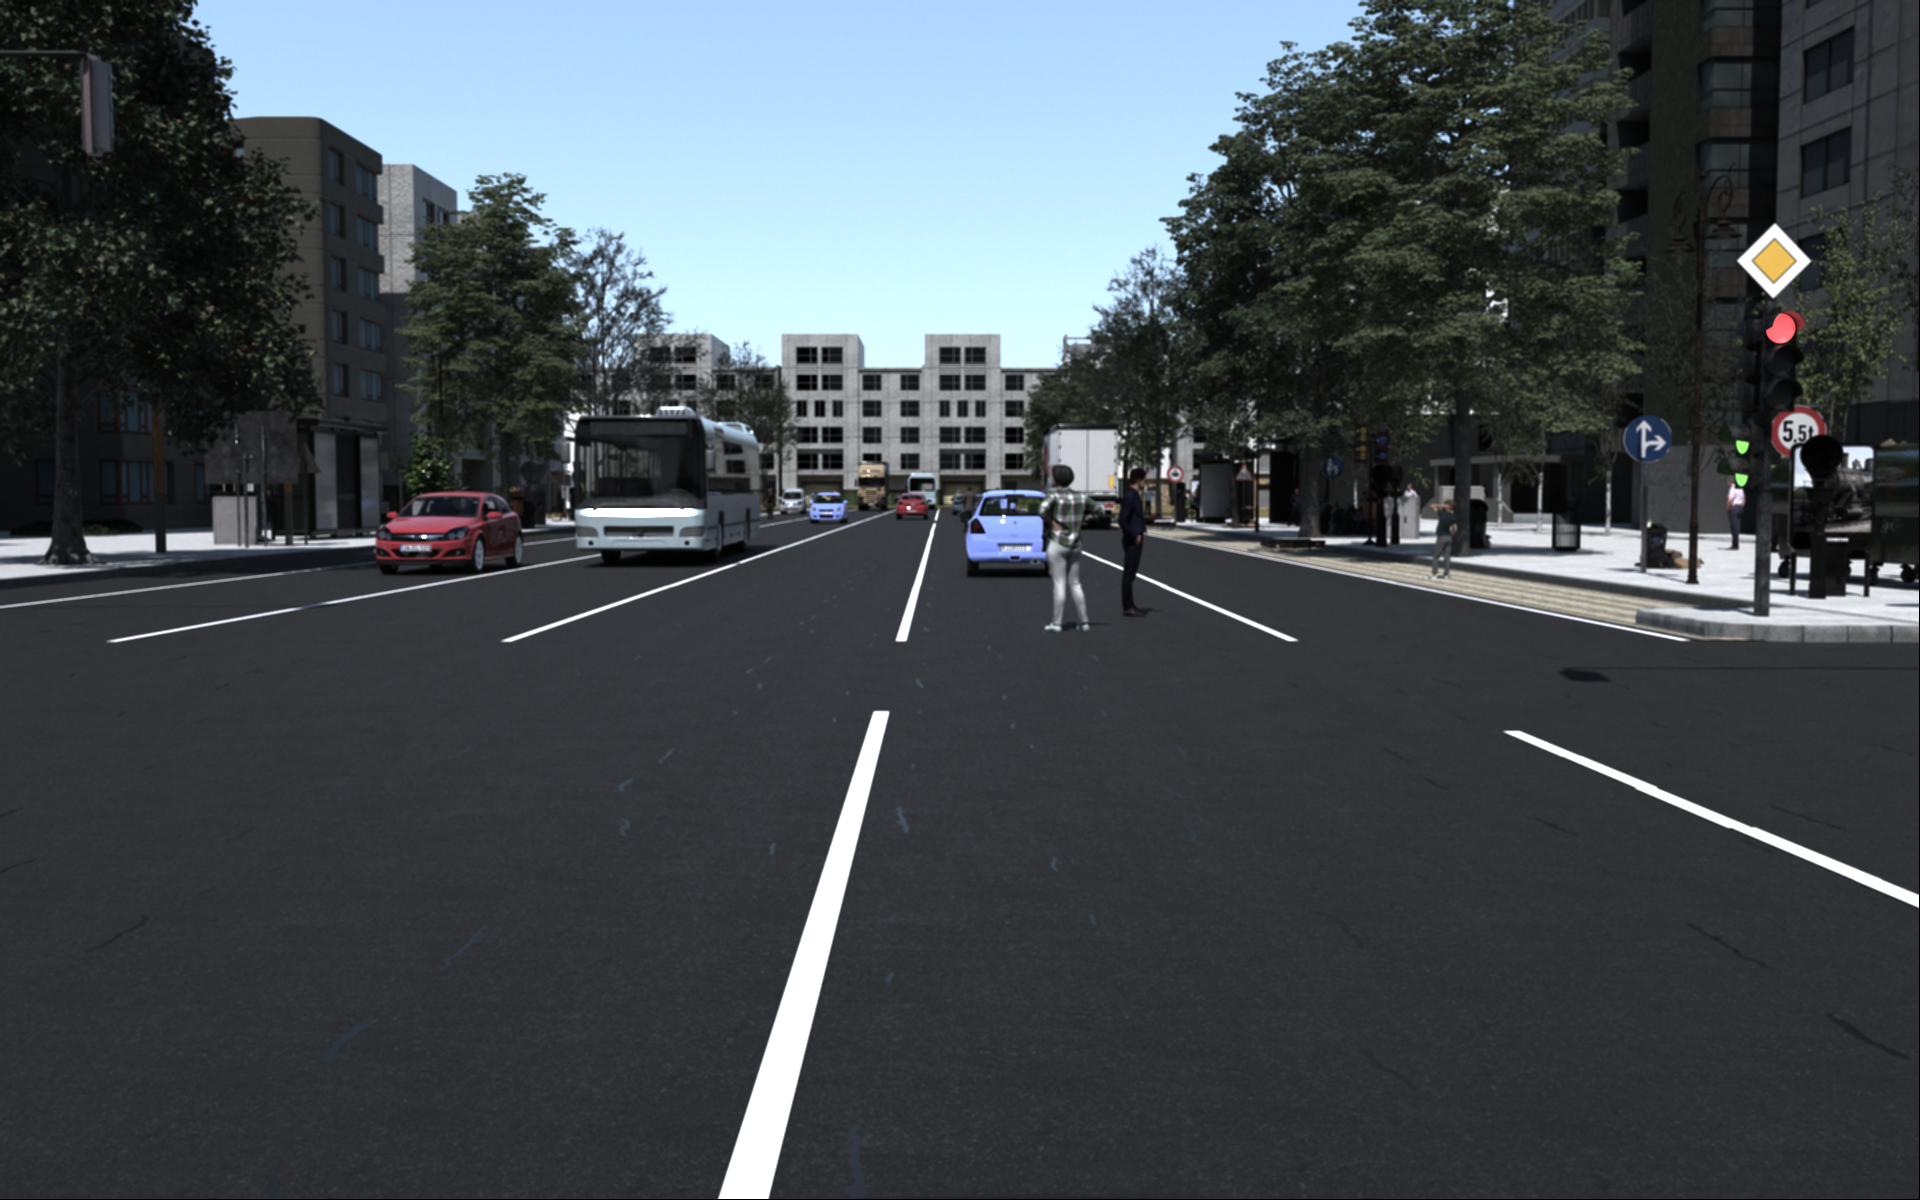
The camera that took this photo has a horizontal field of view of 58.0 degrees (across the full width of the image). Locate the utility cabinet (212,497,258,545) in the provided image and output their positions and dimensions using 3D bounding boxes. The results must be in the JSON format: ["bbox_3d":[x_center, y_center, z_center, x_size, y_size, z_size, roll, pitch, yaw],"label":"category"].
[{"bbox_3d":[-18.531,-2.025,44.274,1.020,1.237,0.306,-2,4,-32],"label":"utility cabinet"}]

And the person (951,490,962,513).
[{"bbox_3d":[-0.086,-7.198,126.911,1.217,1.736,0.721,0,4,-2],"label":"person"}]

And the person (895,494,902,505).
[{"bbox_3d":[-5.847,-9.350,164.600,0.697,1.427,0.421,-1,4,-11],"label":"person"}]

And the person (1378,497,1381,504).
[{"bbox_3d":[26.008,-5.963,106.801,1.065,1.426,0.557,1,4,15],"label":"person"}]

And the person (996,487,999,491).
[{"bbox_3d":[2.099,-5.431,97.381,0.705,1.814,1.350,-2,4,-31],"label":"person"}]

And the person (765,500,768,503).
[{"bbox_3d":[-14.680,-7.383,132.433,0.599,1.433,0.991,-2,4,-31],"label":"person"}]

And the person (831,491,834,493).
[{"bbox_3d":[-9.064,-7.015,124.659,0.593,1.643,0.415,-1,4,-21],"label":"person"}]

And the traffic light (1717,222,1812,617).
[{"bbox_3d":[8.398,-1.783,18.075,0.839,4.253,0.868,0,4,-1],"label":"traffic light"}]

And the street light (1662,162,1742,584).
[{"bbox_3d":[10.472,-3.168,24.585,0.468,5.910,1.993,0,4,-1],"label":"street light"}]

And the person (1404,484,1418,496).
[{"bbox_3d":[18.716,-3.992,72.248,0.436,1.711,0.756,-2,4,-28],"label":"person"}]

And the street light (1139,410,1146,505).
[{"bbox_3d":[9.747,-7.315,92.386,0.468,5.910,1.993,0,4,-1],"label":"street light"}]

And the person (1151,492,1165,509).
[{"bbox_3d":[17.200,-8.857,150.863,1.348,1.824,0.705,0,4,4],"label":"person"}]

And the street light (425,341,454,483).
[{"bbox_3d":[-15.737,-4.880,52.578,0.468,5.910,1.993,0,4,-1],"label":"street light"}]

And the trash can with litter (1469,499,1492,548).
[{"bbox_3d":[12.211,-1.810,40.986,0.624,1.170,1.055,2,4,29],"label":"trash can with litter"}]

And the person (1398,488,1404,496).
[{"bbox_3d":[25.480,-5.792,100.842,0.705,1.812,1.348,-3,5,-40],"label":"person"}]

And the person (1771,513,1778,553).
[{"bbox_3d":[17.847,-1.774,37.745,0.574,1.496,0.600,-3,5,-45],"label":"person"}]

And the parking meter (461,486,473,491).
[{"bbox_3d":[-15.455,-2.808,54.327,0.372,1.533,0.369,0,3,0],"label":"parking meter"}]

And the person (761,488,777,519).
[{"bbox_3d":[-10.901,-5.500,98.951,1.217,1.766,0.721,3,4,38],"label":"person"}]

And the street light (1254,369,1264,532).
[{"bbox_3d":[9.991,-5.218,58.102,0.468,5.910,1.993,0,4,-1],"label":"street light"}]

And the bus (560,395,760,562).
[{"bbox_3d":[-6.401,-2.721,39.342,2.948,3.499,13.247,0,4,-2],"label":"bus"}]

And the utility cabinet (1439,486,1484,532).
[{"bbox_3d":[13.913,-2.408,48.054,1.173,1.500,0.318,0,4,-3],"label":"utility cabinet"}]

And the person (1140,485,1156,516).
[{"bbox_3d":[10.779,-5.699,99.208,1.348,1.826,0.705,-2,4,-23],"label":"person"}]

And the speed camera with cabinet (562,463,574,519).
[{"bbox_3d":[-19.924,-5.846,89.918,0.660,3.252,2.038,-3,5,-42],"label":"speed camera with cabinet"}]

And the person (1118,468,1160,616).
[{"bbox_3d":[2.104,-0.685,20.409,0.504,1.737,0.576,0,4,3],"label":"person"}]

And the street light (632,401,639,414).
[{"bbox_3d":[-16.091,-6.930,86.096,0.468,5.910,1.993,0,4,-1],"label":"street light"}]

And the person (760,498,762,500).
[{"bbox_3d":[-13.404,-6.423,114.231,0.721,1.735,1.217,2,4,35],"label":"person"}]

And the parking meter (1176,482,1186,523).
[{"bbox_3d":[9.978,-4.432,78.167,0.399,1.863,0.255,3,5,43],"label":"parking meter"}]

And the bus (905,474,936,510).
[{"bbox_3d":[-3.681,-10.316,163.528,2.948,3.499,13.247,0,4,-2],"label":"bus"}]

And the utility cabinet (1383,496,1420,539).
[{"bbox_3d":[12.671,-2.361,49.768,1.020,1.237,0.306,3,4,37],"label":"utility cabinet"}]

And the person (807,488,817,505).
[{"bbox_3d":[-9.026,-6.079,107.885,1.348,1.826,0.705,-3,5,-45],"label":"person"}]

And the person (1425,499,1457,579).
[{"bbox_3d":[8.097,-1.023,29.136,0.435,1.345,0.340,-2,4,-24],"label":"person"}]

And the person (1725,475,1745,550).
[{"bbox_3d":[17.724,-2.005,39.760,0.756,1.711,0.436,-2,4,-33],"label":"person"}]

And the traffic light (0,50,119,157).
[{"bbox_3d":[-11.192,-2.644,17.903,4.771,5.953,1.251,0,4,-1],"label":"traffic light"}]

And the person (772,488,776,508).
[{"bbox_3d":[-17.402,-9.510,161.549,0.705,1.822,1.348,0,4,1],"label":"person"}]

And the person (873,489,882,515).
[{"bbox_3d":[-5.796,-6.841,120.872,0.750,1.759,0.617,0,4,6],"label":"person"}]

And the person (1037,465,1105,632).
[{"bbox_3d":[1.102,-0.540,18.052,0.841,1.734,0.376,-2,4,-28],"label":"person"}]

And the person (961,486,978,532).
[{"bbox_3d":[0.370,-3.471,66.073,0.655,1.722,0.431,0,4,6],"label":"person"}]

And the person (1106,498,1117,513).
[{"bbox_3d":[10.156,-6.783,117.765,1.217,1.723,0.721,2,4,35],"label":"person"}]

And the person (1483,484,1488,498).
[{"bbox_3d":[29.356,-5.546,96.733,0.705,1.822,1.348,1,4,16],"label":"person"}]

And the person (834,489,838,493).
[{"bbox_3d":[-8.481,-6.577,116.559,0.750,1.759,0.617,0,4,0],"label":"person"}]

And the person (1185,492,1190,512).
[{"bbox_3d":[16.534,-7.168,126.424,0.628,1.438,0.799,3,4,37],"label":"person"}]

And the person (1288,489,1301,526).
[{"bbox_3d":[13.264,-3.658,68.550,0.574,1.496,0.600,1,4,11],"label":"person"}]

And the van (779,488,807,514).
[{"bbox_3d":[-11.865,-7.118,123.395,2.013,2.044,4.112,0,4,-1],"label":"van"}]
